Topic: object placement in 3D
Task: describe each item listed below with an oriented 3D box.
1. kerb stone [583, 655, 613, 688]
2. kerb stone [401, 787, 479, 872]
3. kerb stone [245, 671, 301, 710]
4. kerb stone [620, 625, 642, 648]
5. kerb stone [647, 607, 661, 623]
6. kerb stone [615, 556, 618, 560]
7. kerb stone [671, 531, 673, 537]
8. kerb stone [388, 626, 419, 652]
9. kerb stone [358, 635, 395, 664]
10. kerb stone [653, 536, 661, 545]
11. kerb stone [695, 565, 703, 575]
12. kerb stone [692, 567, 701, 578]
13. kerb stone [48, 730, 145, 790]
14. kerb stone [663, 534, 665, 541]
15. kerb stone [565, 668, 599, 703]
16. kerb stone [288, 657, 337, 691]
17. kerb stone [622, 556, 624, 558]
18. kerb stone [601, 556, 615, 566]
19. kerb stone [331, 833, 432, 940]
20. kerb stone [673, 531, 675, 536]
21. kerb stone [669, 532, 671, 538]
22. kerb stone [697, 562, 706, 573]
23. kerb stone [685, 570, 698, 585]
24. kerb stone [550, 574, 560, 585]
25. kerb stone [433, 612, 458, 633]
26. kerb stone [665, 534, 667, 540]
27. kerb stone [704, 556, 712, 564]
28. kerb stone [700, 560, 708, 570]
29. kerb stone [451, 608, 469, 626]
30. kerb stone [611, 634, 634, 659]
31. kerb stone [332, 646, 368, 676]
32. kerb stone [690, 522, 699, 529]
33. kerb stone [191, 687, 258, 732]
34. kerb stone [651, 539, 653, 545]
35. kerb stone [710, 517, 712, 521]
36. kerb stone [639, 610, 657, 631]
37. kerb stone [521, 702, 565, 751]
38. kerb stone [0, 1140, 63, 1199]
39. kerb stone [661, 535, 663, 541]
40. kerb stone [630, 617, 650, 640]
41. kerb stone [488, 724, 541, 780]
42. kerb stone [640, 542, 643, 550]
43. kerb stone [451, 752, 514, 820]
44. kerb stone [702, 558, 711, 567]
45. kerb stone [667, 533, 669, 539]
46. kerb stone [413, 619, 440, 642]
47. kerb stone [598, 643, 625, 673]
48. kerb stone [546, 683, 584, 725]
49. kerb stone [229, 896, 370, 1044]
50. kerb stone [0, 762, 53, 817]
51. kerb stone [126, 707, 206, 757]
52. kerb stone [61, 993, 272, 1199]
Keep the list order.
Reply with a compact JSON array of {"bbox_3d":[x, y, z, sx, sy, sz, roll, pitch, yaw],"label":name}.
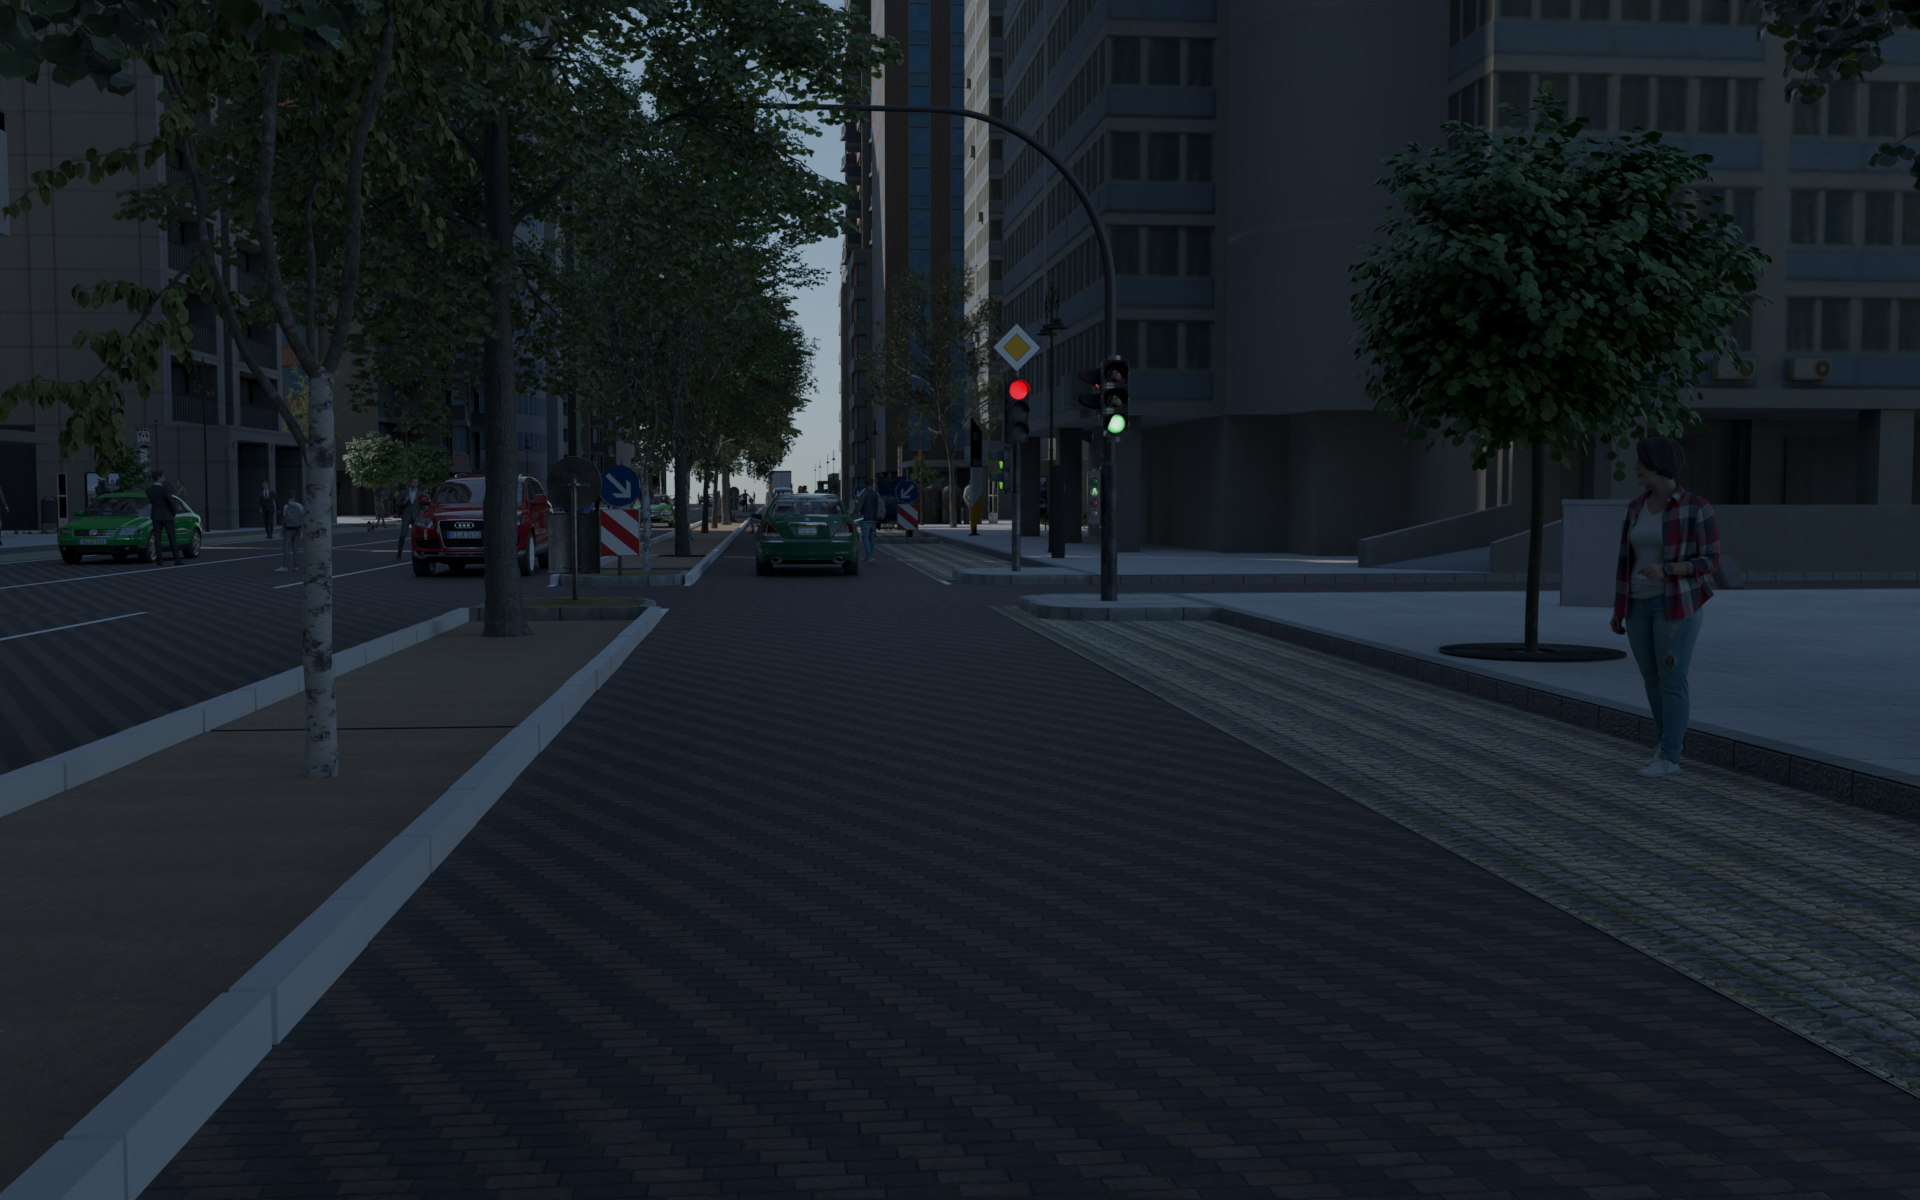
[{"bbox_3d":[-2.760,0.555,13.139,0.120,0.150,1.000,0,4,-6],"label":"kerb stone"},{"bbox_3d":[-2.109,0.930,7.028,0.120,0.150,1.000,0,4,-6],"label":"kerb stone"},{"bbox_3d":[-4.741,0.631,11.884,0.120,0.150,1.000,0,4,-6],"label":"kerb stone"},{"bbox_3d":[-3.094,0.368,16.188,0.120,0.150,1.000,0,4,-6],"label":"kerb stone"},{"bbox_3d":[-3.421,0.181,19.242,0.120,0.150,1.000,0,4,-6],"label":"kerb stone"},{"bbox_3d":[-7.420,-0.894,36.859,0.120,0.150,1.000,0,4,-6],"label":"kerb stone"},{"bbox_3d":[-9.484,-2.078,56.231,0.120,0.150,1.000,0,4,-6],"label":"kerb stone"},{"bbox_3d":[-5.179,0.381,15.970,0.120,0.150,1.000,0,4,-6],"label":"kerb stone"},{"bbox_3d":[-5.070,0.443,14.949,0.120,0.150,1.000,0,4,-6],"label":"kerb stone"},{"bbox_3d":[-8.824,-1.708,50.127,0.120,0.150,1.000,0,4,-6],"label":"kerb stone"},{"bbox_3d":[-4.564,-0.465,29.933,0.120,0.150,1.000,0,4,-6],"label":"kerb stone"},{"bbox_3d":[-4.449,-0.411,28.917,0.120,0.150,1.000,0,4,-6],"label":"kerb stone"},{"bbox_3d":[-4.406,0.818,8.815,0.120,0.150,1.000,0,4,-6],"label":"kerb stone"},{"bbox_3d":[-9.046,-1.833,52.160,0.120,0.150,1.000,0,4,-6],"label":"kerb stone"},{"bbox_3d":[-2.660,0.616,12.117,0.120,0.150,1.000,0,4,-6],"label":"kerb stone"},{"bbox_3d":[-4.855,0.568,12.914,0.120,0.150,1.000,0,4,-6],"label":"kerb stone"},{"bbox_3d":[-7.520,-0.959,37.880,0.120,0.150,1.000,0,4,-6],"label":"kerb stone"},{"bbox_3d":[-7.303,-0.825,35.844,0.120,0.150,1.000,0,4,-6],"label":"kerb stone"},{"bbox_3d":[-2.001,0.992,6.011,0.120,0.150,1.000,0,4,-6],"label":"kerb stone"},{"bbox_3d":[-9.598,-2.144,57.249,0.120,0.150,1.000,0,4,-6],"label":"kerb stone"},{"bbox_3d":[-9.380,-2.017,55.214,0.120,0.150,1.000,0,4,-6],"label":"kerb stone"},{"bbox_3d":[-4.668,-0.535,30.952,0.120,0.150,1.000,0,4,-6],"label":"kerb stone"},{"bbox_3d":[-4.341,-0.348,27.893,0.120,0.150,1.000,0,4,-6],"label":"kerb stone"},{"bbox_3d":[-6.429,-0.337,27.705,0.120,0.150,1.000,0,4,-6],"label":"kerb stone"},{"bbox_3d":[-5.397,0.261,18.003,0.120,0.150,1.000,0,4,-6],"label":"kerb stone"},{"bbox_3d":[-9.156,-1.895,53.176,0.120,0.150,1.000,0,4,-6],"label":"kerb stone"},{"bbox_3d":[-5.000,-0.723,34.018,0.120,0.150,1.000,0,4,-6],"label":"kerb stone"},{"bbox_3d":[-4.782,-0.596,31.968,0.120,0.150,1.000,0,4,-6],"label":"kerb stone"},{"bbox_3d":[-5.514,0.194,19.020,0.120,0.150,1.000,0,4,-6],"label":"kerb stone"},{"bbox_3d":[-2.982,0.437,15.173,0.120,0.150,1.000,0,4,-6],"label":"kerb stone"},{"bbox_3d":[-4.964,0.506,13.931,0.120,0.150,1.000,0,4,-6],"label":"kerb stone"},{"bbox_3d":[-11.441,-3.199,74.581,0.120,0.150,1.000,0,4,-6],"label":"kerb stone"},{"bbox_3d":[-4.628,0.695,10.847,0.120,0.150,1.000,0,4,-6],"label":"kerb stone"},{"bbox_3d":[-8.508,-1.519,47.065,0.120,0.150,1.000,0,4,-6],"label":"kerb stone"},{"bbox_3d":[-13.844,-4.577,97.031,0.120,0.150,1.000,0,4,-6],"label":"kerb stone"},{"bbox_3d":[-3.307,0.243,18.227,0.120,0.150,1.000,0,4,-6],"label":"kerb stone"},{"bbox_3d":[-2.437,0.741,10.079,0.120,0.150,1.000,0,4,-6],"label":"kerb stone"},{"bbox_3d":[-1.675,1.177,2.952,0.120,0.150,1.000,0,4,-6],"label":"kerb stone"},{"bbox_3d":[-8.943,-1.769,51.142,0.120,0.150,1.000,0,4,-6],"label":"kerb stone"},{"bbox_3d":[-3.203,0.309,17.210,0.120,0.150,1.000,0,4,-6],"label":"kerb stone"},{"bbox_3d":[-2.335,0.803,9.061,0.120,0.150,1.000,0,4,-6],"label":"kerb stone"},{"bbox_3d":[-8.401,-1.459,46.044,0.120,0.150,1.000,0,4,-6],"label":"kerb stone"},{"bbox_3d":[-2.221,0.866,8.046,0.120,0.150,1.000,0,4,-6],"label":"kerb stone"},{"bbox_3d":[-4.882,-0.661,32.998,0.120,0.150,1.000,0,4,-6],"label":"kerb stone"},{"bbox_3d":[-9.262,-1.957,54.199,0.120,0.150,1.000,0,4,-6],"label":"kerb stone"},{"bbox_3d":[-5.284,0.319,16.987,0.120,0.150,1.000,0,4,-6],"label":"kerb stone"},{"bbox_3d":[-2.865,0.492,14.156,0.120,0.150,1.000,0,4,-6],"label":"kerb stone"},{"bbox_3d":[-2.544,0.680,11.096,0.120,0.150,1.000,0,4,-6],"label":"kerb stone"},{"bbox_3d":[-1.888,1.052,4.995,0.120,0.150,1.000,0,4,-6],"label":"kerb stone"},{"bbox_3d":[-4.302,0.881,7.798,0.120,0.150,1.000,0,4,-6],"label":"kerb stone"},{"bbox_3d":[-4.523,0.756,9.830,0.120,0.150,1.000,0,4,-6],"label":"kerb stone"},{"bbox_3d":[-1.785,1.115,3.969,0.120,0.150,1.000,0,4,-6],"label":"kerb stone"}]
